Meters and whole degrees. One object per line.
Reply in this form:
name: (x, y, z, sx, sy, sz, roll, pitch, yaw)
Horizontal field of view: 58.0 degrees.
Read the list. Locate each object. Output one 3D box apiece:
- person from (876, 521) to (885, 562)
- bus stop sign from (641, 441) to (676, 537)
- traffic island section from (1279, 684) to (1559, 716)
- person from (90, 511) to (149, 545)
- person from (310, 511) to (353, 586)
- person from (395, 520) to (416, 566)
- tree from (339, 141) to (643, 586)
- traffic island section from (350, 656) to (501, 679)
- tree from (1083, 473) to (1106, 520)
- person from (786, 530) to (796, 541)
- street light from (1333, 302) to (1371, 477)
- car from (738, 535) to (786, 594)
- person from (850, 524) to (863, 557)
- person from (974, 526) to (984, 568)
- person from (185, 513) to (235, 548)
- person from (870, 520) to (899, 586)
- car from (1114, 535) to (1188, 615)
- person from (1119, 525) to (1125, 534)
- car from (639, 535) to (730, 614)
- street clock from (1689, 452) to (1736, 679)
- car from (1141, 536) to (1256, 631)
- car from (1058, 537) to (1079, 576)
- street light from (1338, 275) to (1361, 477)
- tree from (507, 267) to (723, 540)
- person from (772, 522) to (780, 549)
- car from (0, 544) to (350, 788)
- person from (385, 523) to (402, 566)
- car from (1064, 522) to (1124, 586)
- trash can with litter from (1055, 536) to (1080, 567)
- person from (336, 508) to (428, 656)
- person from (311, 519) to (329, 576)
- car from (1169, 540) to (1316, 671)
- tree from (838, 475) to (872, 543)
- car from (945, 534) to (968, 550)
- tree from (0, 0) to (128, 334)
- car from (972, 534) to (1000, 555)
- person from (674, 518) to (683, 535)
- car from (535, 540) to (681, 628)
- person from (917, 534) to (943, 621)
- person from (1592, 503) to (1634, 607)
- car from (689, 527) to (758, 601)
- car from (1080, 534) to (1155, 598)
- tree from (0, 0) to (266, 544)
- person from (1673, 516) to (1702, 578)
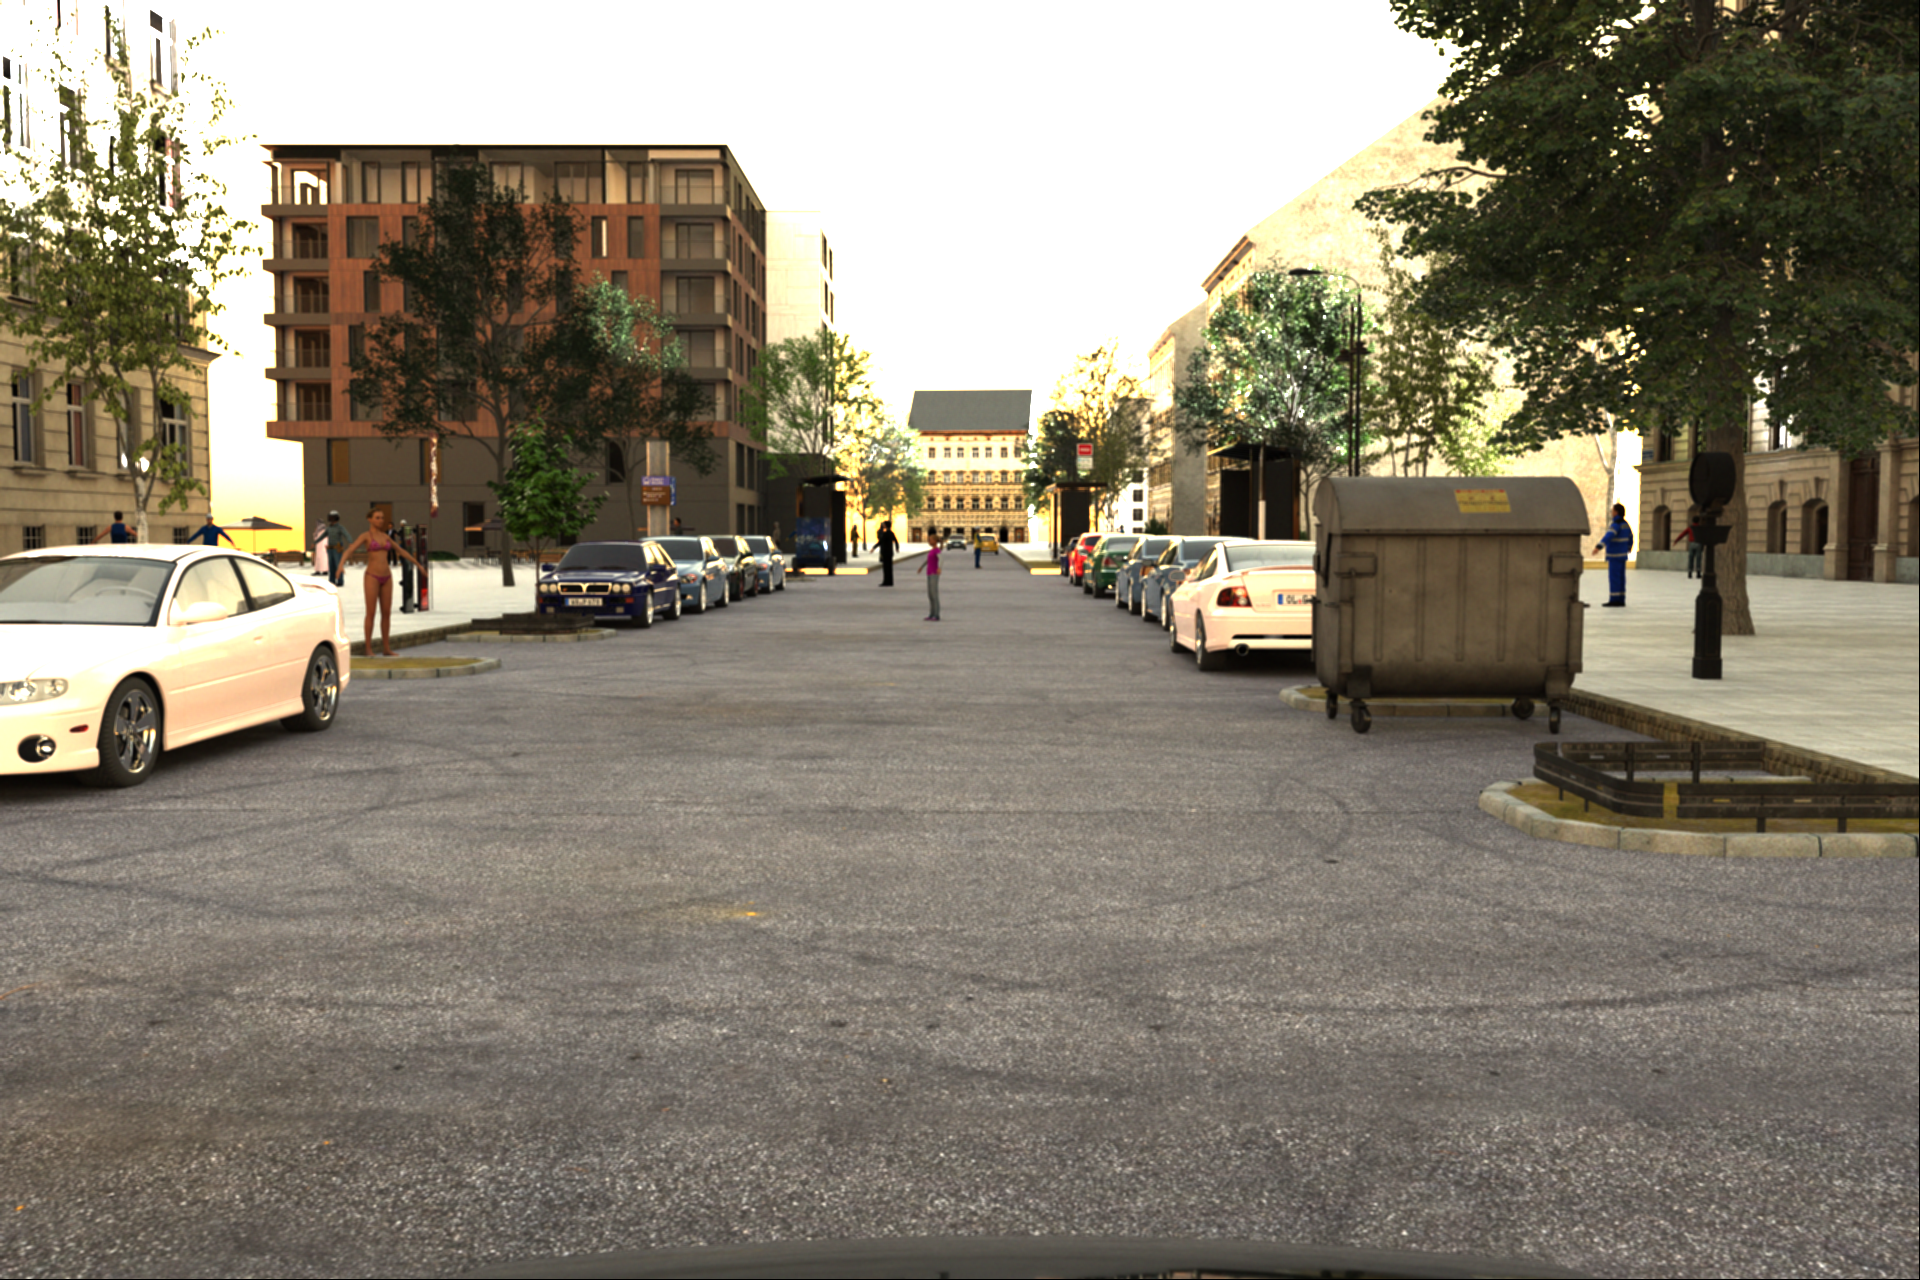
person: (-3.505, -4.461, 78.715, 0.705, 1.856, 1.354, -1, 4, -18)
bus stop sign: (-8.602, -3.696, 49.445, 0.837, 3.901, 0.837, 0, 3, 0)
traffic island section: (3.753, 0.504, 14.621, 1.991, 0.108, 1.994, 0, 4, 2)
person: (-19.219, -2.046, 39.613, 1.345, 1.807, 0.704, -1, 4, -19)
person: (-15.359, -2.242, 42.490, 1.345, 1.849, 0.704, 2, 4, 24)
person: (-22.600, -3.944, 70.342, 0.705, 1.847, 1.347, 3, 5, 41)
tree: (-11.419, -6.590, 42.163, 7.601, 10.594, 8.767, -1, 4, -21)
traffic island section: (-5.930, 0.290, 18.122, 1.991, 0.108, 1.994, 0, 4, 2)
tree: (20.175, -21.135, 255.932, 12.009, 13.543, 11.850, 0, 3, 0)
person: (-8.170, -5.022, 88.076, 1.349, 1.833, 0.705, -1, 4, -15)
street light: (7.820, -3.786, 34.693, 0.468, 5.910, 1.993, 0, 4, 1)
car: (-5.364, -1.894, 42.973, 2.014, 1.417, 4.499, 0, 4, 1)
person: (-5.787, -5.509, 95.839, 0.705, 1.858, 1.354, -2, 4, -29)
person: (0.830, -3.891, 72.541, 0.721, 1.772, 1.216, -1, 4, -10)
person: (-20.238, -2.500, 46.763, 1.347, 1.842, 0.705, 0, 4, -6)
person: (-2.012, -2.380, 47.553, 0.705, 1.806, 1.347, 2, 4, 31)
car: (3.884, -1.221, 31.973, 2.014, 1.417, 4.499, 0, 4, 0)
person: (8.977, -5.539, 96.693, 0.704, 1.817, 1.347, -1, 4, -14)
car: (-5.441, -1.262, 32.638, 2.014, 1.417, 4.499, 0, 4, 1)
street clock: (6.635, -0.658, 15.326, 0.358, 2.002, 0.471, 0, 4, 1)
car: (3.862, -0.907, 26.834, 2.014, 1.417, 4.499, 0, 4, 0)
car: (4.377, -2.890, 59.831, 1.945, 1.354, 3.894, 0, 4, 1)
street light: (7.520, -3.539, 30.402, 1.470, 5.913, 1.316, 0, 4, 1)
tree: (-11.818, -7.748, 61.099, 7.601, 10.594, 8.767, 1, 4, 9)
person: (-8.198, -4.344, 77.157, 0.705, 1.813, 1.348, -1, 4, -16)
car: (-5.570, 0.065, 11.300, 2.083, 1.381, 4.827, 0, 4, 1)
person: (-22.639, -3.800, 68.852, 1.216, 1.740, 0.721, 0, 4, 2)
car: (4.041, -2.442, 48.975, 2.155, 1.783, 4.494, 0, 4, 1)
trash can with litter: (4.589, -3.428, 67.113, 1.678, 1.210, 2.233, 0, 4, -1)
person: (-6.734, -0.667, 20.160, 0.721, 1.733, 1.217, 3, 4, 37)
person: (-19.821, -2.874, 53.696, 0.621, 1.740, 0.551, -1, 4, -21)
car: (3.443, -0.433, 19.444, 2.083, 1.381, 4.827, 0, 4, 1)
tree: (-16.099, -19.861, 259.145, 7.601, 10.594, 8.767, 0, 4, 8)
car: (-0.287, -8.781, 153.358, 2.009, 1.686, 4.222, 0, 4, 0)
tree: (-11.993, -4.162, 18.405, 4.360, 8.622, 3.978, 0, 3, 0)
car: (1.835, -6.815, 121.644, 2.015, 1.641, 3.980, 0, 4, 1)
person: (-9.397, -3.151, 57.581, 0.705, 1.821, 1.348, 0, 4, -3)
car: (-5.561, -0.918, 27.598, 1.945, 1.354, 3.894, 0, 4, 1)
person: (-0.496, -1.035, 28.647, 0.599, 1.433, 0.991, -1, 4, -21)
person: (11.594, -1.507, 30.611, 1.345, 1.831, 0.704, -3, 5, -43)
car: (-5.501, -1.740, 38.236, 2.009, 1.686, 4.222, 0, 4, 0)
car: (3.881, -1.731, 40.100, 2.131, 1.459, 4.920, 0, 4, 0)
tree: (-11.382, -4.476, 23.541, 4.737, 8.622, 4.395, 0, 3, 0)
person: (21.305, -2.693, 50.140, 1.345, 1.816, 0.704, 3, 5, 40)
